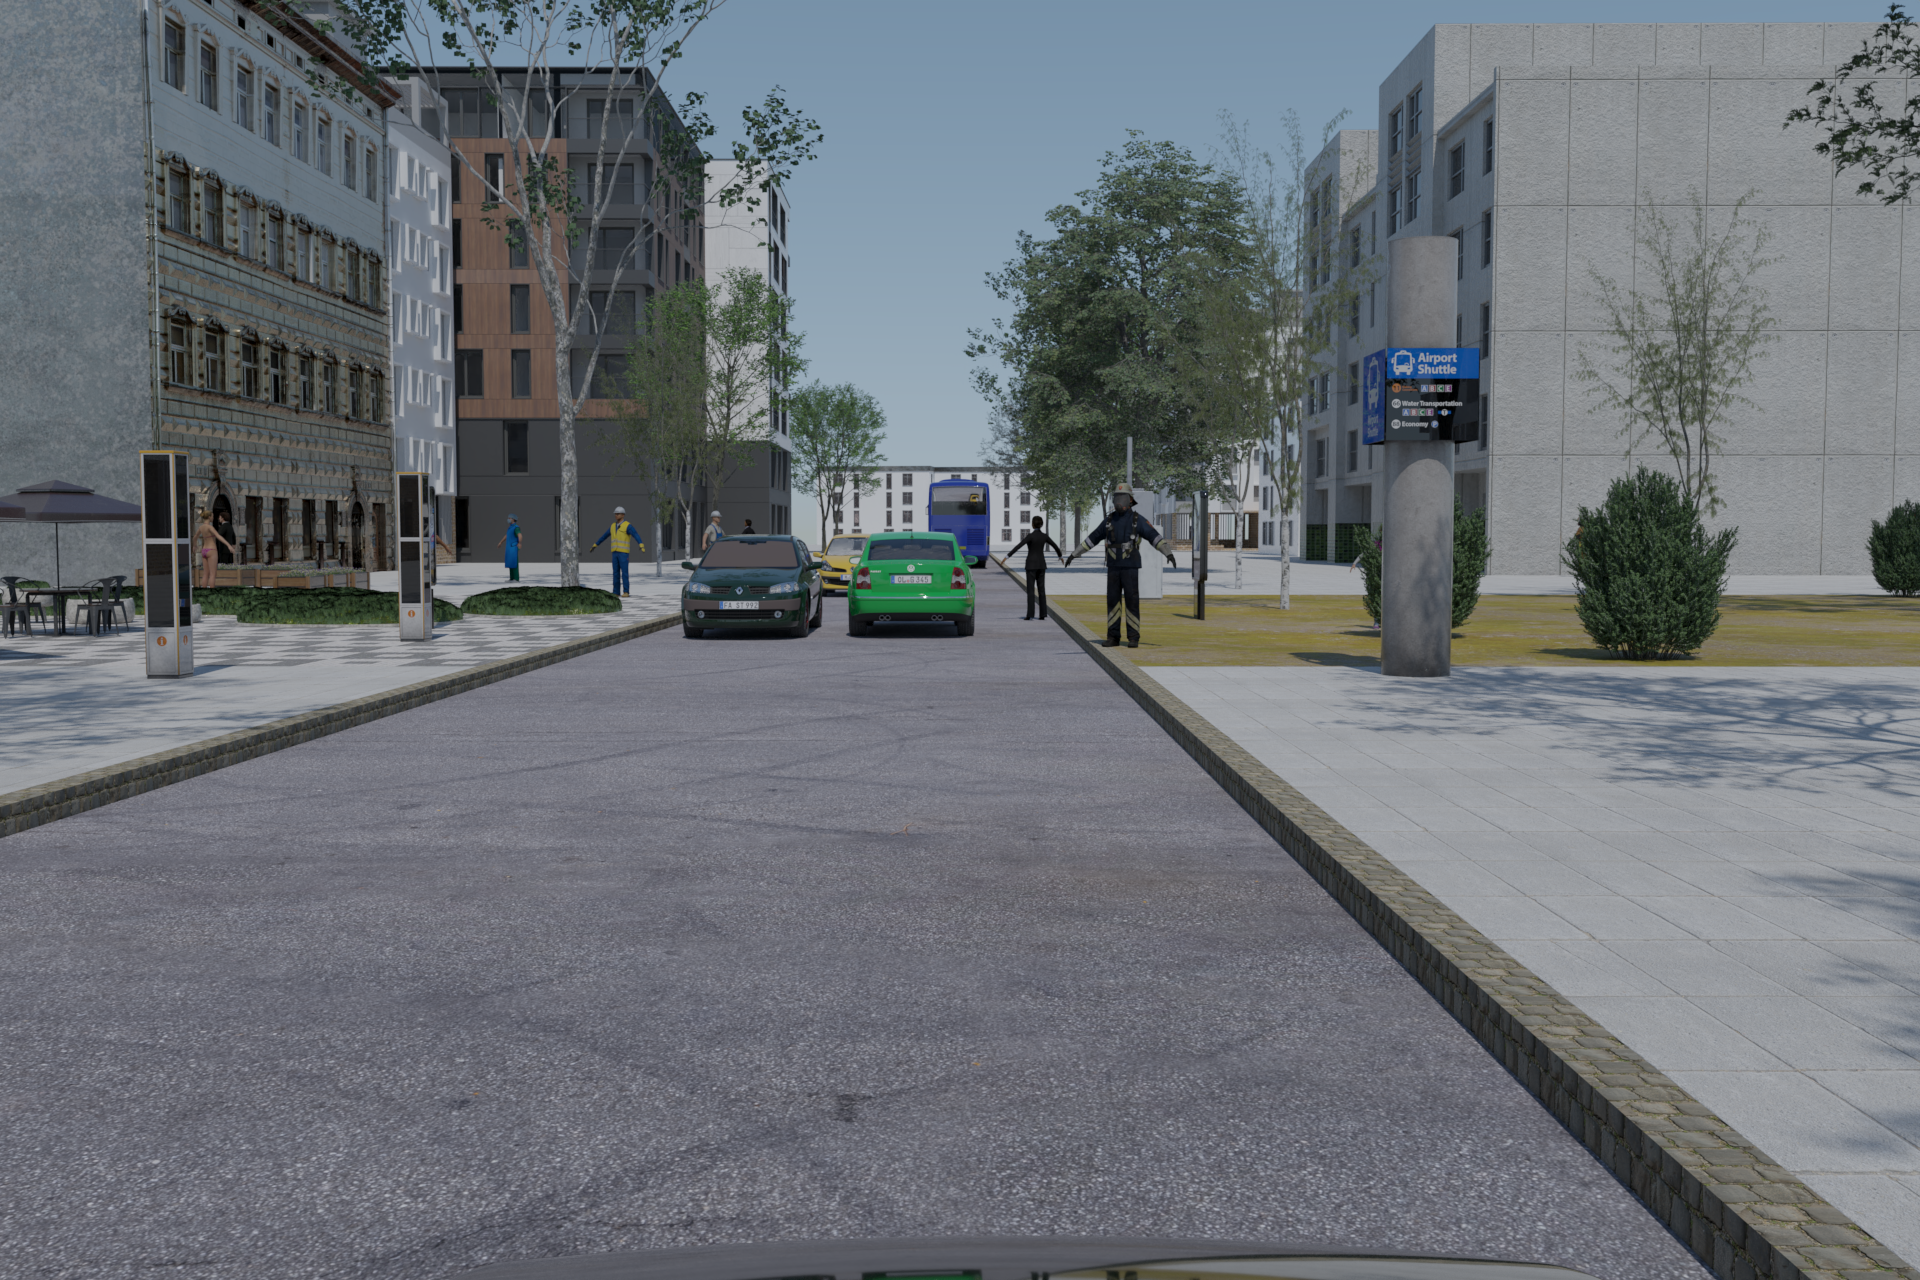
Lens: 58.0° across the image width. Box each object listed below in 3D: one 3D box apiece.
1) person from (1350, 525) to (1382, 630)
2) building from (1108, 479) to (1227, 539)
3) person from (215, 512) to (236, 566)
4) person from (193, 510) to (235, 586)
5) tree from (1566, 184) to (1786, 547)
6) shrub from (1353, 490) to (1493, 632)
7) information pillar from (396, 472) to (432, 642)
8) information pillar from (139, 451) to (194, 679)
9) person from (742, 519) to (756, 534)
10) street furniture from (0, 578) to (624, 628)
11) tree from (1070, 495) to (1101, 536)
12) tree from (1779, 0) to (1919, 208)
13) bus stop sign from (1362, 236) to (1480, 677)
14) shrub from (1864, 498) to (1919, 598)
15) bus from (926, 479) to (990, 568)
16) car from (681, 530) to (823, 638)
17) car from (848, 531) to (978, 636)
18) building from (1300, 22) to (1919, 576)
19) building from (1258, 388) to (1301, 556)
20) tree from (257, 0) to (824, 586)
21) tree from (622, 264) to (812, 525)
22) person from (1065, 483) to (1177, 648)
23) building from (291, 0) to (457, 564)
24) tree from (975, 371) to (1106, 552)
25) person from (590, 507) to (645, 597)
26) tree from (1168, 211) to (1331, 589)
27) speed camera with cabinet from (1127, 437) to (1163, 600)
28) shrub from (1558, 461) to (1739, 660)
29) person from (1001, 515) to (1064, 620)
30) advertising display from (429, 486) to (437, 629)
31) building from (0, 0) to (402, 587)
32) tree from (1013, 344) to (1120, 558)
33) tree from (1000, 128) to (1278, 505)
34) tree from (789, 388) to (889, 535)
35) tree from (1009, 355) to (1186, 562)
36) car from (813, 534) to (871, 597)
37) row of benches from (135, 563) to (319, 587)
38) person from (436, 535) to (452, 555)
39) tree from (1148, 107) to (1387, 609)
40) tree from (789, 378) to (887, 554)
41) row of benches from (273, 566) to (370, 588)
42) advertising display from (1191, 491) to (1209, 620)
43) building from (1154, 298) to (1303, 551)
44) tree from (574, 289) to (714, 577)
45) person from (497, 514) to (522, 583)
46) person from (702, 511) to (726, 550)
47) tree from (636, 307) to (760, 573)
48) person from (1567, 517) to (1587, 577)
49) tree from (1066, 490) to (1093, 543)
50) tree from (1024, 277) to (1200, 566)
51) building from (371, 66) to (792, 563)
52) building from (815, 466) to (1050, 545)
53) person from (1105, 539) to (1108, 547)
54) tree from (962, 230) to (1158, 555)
[{"bbox_3d":[5.717,-0.855,23.239,0.991,1.433,0.599,0,4,-1],"label":"person"},{"bbox_3d":[20.811,-14.377,177.203,9.099,9.664,28.070,0,3,0],"label":"building"},{"bbox_3d":[-17.798,-2.184,41.896,0.705,1.806,1.347,0,4,3],"label":"person"},{"bbox_3d":[-14.358,-1.620,33.283,1.217,1.733,0.721,2,4,32],"label":"person"},{"bbox_3d":[15.437,-5.227,35.824,4.360,8.622,3.978,0,3,0],"label":"tree"},{"bbox_3d":[5.756,-1.069,21.517,1.661,2.075,1.752,0,3,0],"label":"shrub"},{"bbox_3d":[-6.512,-0.990,20.671,0.304,2.012,0.304,0,4,1],"label":"information pillar"},{"bbox_3d":[-7.048,-0.667,15.397,0.304,2.012,0.304,0,4,0],"label":"information pillar"},{"bbox_3d":[-6.566,-2.834,53.050,0.721,1.740,1.216,2,4,29],"label":"person"},{"bbox_3d":[-10.529,-0.677,26.694,10.072,0.657,5.734,0,4,3],"label":"street furniture"},{"bbox_3d":[15.549,-16.148,214.375,4.737,8.622,4.395,0,3,0],"label":"tree"},{"bbox_3d":[6.602,-4.477,7.608,8.767,10.594,7.601,2,4,35],"label":"tree"},{"bbox_3d":[4.155,-1.631,15.684,0.837,3.901,0.837,0,4,0],"label":"bus stop sign"},{"bbox_3d":[19.242,-1.876,35.084,1.690,2.028,1.600,0,3,0],"label":"shrub"},{"bbox_3d":[-0.110,-5.187,76.357,2.896,3.916,12.251,0,4,-1],"label":"bus"},{"bbox_3d":[-2.969,-0.944,25.215,2.009,1.686,4.222,0,4,0],"label":"car"},{"bbox_3d":[-0.700,-1.036,25.732,1.959,1.807,4.718,0,4,-1],"label":"car"},{"bbox_3d":[24.888,-12.372,68.735,16.747,18.905,31.486,0,4,1],"label":"building"},{"bbox_3d":[23.821,-9.599,99.093,9.099,9.664,28.070,0,4,0],"label":"building"},{"bbox_3d":[-8.593,-11.124,37.772,12.611,20.169,13.585,0,3,0],"label":"tree"},{"bbox_3d":[-9.267,-8.596,66.296,9.928,11.665,9.643,0,3,0],"label":"tree"},{"bbox_3d":[1.838,-0.846,19.609,1.354,1.856,0.705,2,4,28],"label":"person"},{"bbox_3d":[-27.021,-12.600,62.424,16.016,20.090,11.380,0,4,0],"label":"building"},{"bbox_3d":[6.201,-13.026,123.348,12.009,13.543,11.850,0,3,0],"label":"tree"},{"bbox_3d":[-6.913,-1.786,35.163,1.349,1.833,0.705,2,4,26],"label":"person"},{"bbox_3d":[6.421,-5.482,39.988,4.360,8.622,3.978,0,3,0],"label":"tree"},{"bbox_3d":[3.659,-2.469,34.709,0.660,3.252,2.038,0,4,-1],"label":"speed camera with cabinet"},{"bbox_3d":[7.050,-0.816,17.764,1.690,2.028,1.600,0,3,0],"label":"shrub"},{"bbox_3d":[1.226,-1.201,28.809,1.216,1.740,0.721,-2,4,-29],"label":"person"},{"bbox_3d":[-7.143,-1.083,22.923,0.123,1.923,0.974,0,4,1],"label":"advertising display"},{"bbox_3d":[-28.799,-13.431,50.523,19.493,23.208,18.063,0,4,0],"label":"building"},{"bbox_3d":[6.498,-10.582,91.145,7.486,12.596,7.792,0,3,0],"label":"tree"},{"bbox_3d":[5.962,-9.155,56.346,9.857,13.997,8.962,0,3,0],"label":"tree"},{"bbox_3d":[-8.830,-12.079,123.249,9.928,11.665,9.643,0,3,0],"label":"tree"},{"bbox_3d":[6.769,-8.925,80.335,8.767,10.594,7.601,-1,4,-21],"label":"tree"},{"bbox_3d":[-2.417,-1.875,40.885,2.015,1.641,3.980,0,3,0],"label":"car"},{"bbox_3d":[-15.426,-1.295,36.633,4.104,0.672,1.422,1,4,12],"label":"row of benches"},{"bbox_3d":[-9.492,-1.507,30.788,0.704,1.843,1.345,1,4,15],"label":"person"},{"bbox_3d":[5.773,-4.830,29.331,4.360,8.622,3.978,0,3,0],"label":"tree"},{"bbox_3d":[-8.845,-11.512,113.979,9.928,11.665,9.643,0,3,0],"label":"tree"},{"bbox_3d":[-11.752,-1.009,31.960,1.422,0.672,4.104,0,4,-4],"label":"row of benches"},{"bbox_3d":[3.615,-1.279,26.120,0.123,1.923,0.974,0,4,1],"label":"advertising display"},{"bbox_3d":[21.659,-17.712,146.015,16.016,20.090,11.380,0,4,1],"label":"building"},{"bbox_3d":[-8.748,-6.180,51.405,4.360,8.622,3.978,0,3,0],"label":"tree"},{"bbox_3d":[-11.776,-2.408,45.502,0.704,1.817,1.347,-3,4,-39],"label":"person"},{"bbox_3d":[-5.945,-2.231,42.339,0.705,1.847,1.347,2,4,26],"label":"person"},{"bbox_3d":[-9.092,-6.503,56.682,4.360,8.622,3.978,0,3,0],"label":"tree"},{"bbox_3d":[18.634,-2.822,51.916,1.354,1.858,0.705,-3,5,-42],"label":"person"},{"bbox_3d":[14.418,-15.777,208.308,4.737,8.622,4.395,0,3,0],"label":"tree"},{"bbox_3d":[6.326,-8.820,69.967,9.928,11.665,9.643,0,3,0],"label":"tree"},{"bbox_3d":[-24.352,-15.189,92.308,27.936,21.610,32.646,0,4,-1],"label":"building"},{"bbox_3d":[-3.083,-16.431,213.246,28.070,9.664,9.099,0,4,7],"label":"building"},{"bbox_3d":[4.755,-2.861,52.970,0.705,1.806,1.347,-2,4,-27],"label":"person"},{"bbox_3d":[6.037,-15.388,107.483,12.611,20.169,13.585,0,3,0],"label":"tree"}]
